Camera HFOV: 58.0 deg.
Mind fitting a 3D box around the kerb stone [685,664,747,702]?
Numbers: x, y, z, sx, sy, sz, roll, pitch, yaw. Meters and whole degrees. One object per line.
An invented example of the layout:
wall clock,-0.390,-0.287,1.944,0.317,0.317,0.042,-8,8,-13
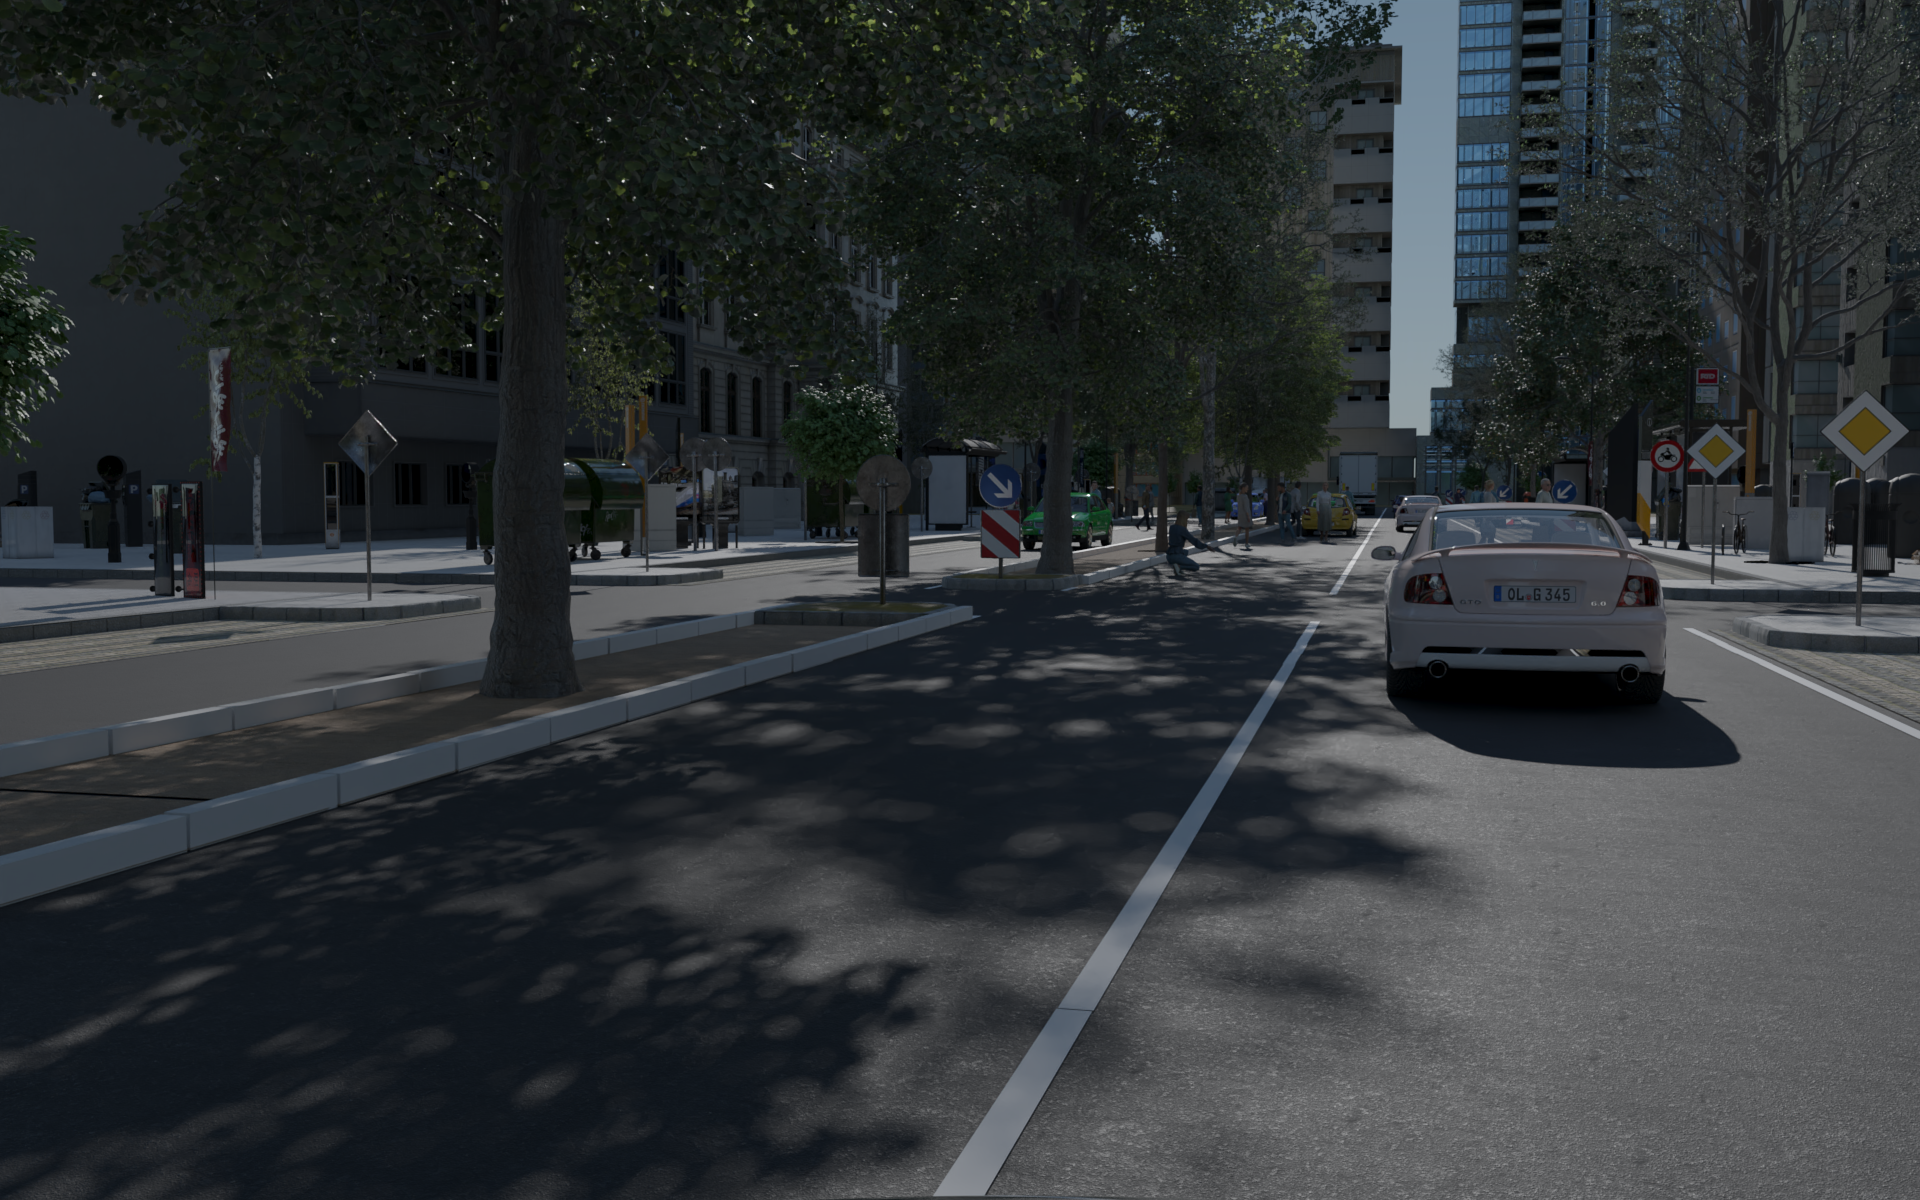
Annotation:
kerb stone,-1.783,0.598,12.418,0.120,0.150,1.000,1,4,14

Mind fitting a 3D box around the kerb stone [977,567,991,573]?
kerb stone,0.309,-0.439,29.372,0.120,0.150,1.000,1,4,14

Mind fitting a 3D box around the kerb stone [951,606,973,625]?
kerb stone,-0.036,0.173,19.373,0.120,0.150,1.000,1,4,14

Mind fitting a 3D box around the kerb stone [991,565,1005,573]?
kerb stone,0.568,-0.498,30.375,0.120,0.150,1.000,1,4,14

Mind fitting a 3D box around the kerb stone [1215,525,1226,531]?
kerb stone,10.553,-2.931,70.145,0.120,0.150,1.000,1,4,14

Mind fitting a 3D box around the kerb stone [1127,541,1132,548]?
kerb stone,4.310,-1.413,45.301,0.120,0.150,1.000,1,4,14

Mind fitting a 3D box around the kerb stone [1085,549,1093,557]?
kerb stone,2.817,-1.048,39.327,0.120,0.150,1.000,1,4,14

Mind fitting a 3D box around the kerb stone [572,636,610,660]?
kerb stone,-3.316,0.443,14.948,0.120,0.150,1.000,1,4,14

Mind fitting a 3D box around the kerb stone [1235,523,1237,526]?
kerb stone,11.804,-3.235,75.106,0.120,0.150,1.000,1,4,14

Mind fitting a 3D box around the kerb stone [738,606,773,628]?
kerb stone,-2.306,0.202,18.926,0.120,0.150,1.000,1,4,14

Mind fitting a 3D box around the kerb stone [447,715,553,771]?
kerb stone,-2.526,0.781,9.439,0.120,0.150,1.000,1,4,14

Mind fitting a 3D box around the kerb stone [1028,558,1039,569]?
kerb stone,1.321,-0.681,33.357,0.120,0.150,1.000,1,4,14

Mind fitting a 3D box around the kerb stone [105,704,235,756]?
kerb stone,-4.562,0.750,9.955,0.120,0.150,1.000,1,4,14

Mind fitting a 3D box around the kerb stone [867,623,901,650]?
kerb stone,-0.783,0.355,16.392,0.120,0.150,1.000,1,4,14

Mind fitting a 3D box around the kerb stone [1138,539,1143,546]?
kerb stone,4.807,-1.535,47.294,0.120,0.150,1.000,1,4,14

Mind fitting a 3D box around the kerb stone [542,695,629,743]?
kerb stone,-2.281,0.720,10.431,0.120,0.150,1.000,1,4,14

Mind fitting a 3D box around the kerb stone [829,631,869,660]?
kerb stone,-1.034,0.417,15.401,0.120,0.150,1.000,1,4,14

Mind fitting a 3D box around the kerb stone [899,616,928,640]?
kerb stone,-0.533,0.297,17.383,0.120,0.150,1.000,1,4,14

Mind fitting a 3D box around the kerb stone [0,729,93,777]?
kerb stone,-4.818,0.809,8.961,0.120,0.150,1.000,1,4,14

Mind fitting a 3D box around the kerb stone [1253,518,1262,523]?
kerb stone,15.305,-4.088,89.033,0.120,0.150,1.000,1,4,14

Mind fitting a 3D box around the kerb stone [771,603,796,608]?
kerb stone,-2.063,0.139,19.928,0.120,0.150,1.000,1,4,14

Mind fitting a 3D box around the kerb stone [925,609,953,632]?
kerb stone,-0.284,0.234,18.377,0.120,0.150,1.000,1,4,14

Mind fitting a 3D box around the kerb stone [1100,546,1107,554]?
kerb stone,3.314,-1.170,41.321,0.120,0.150,1.000,1,4,14

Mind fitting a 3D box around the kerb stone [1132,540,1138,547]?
kerb stone,4.562,-1.474,46.295,0.120,0.150,1.000,1,4,14

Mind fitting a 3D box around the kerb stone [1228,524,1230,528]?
kerb stone,11.050,-3.054,72.128,0.120,0.150,1.000,1,4,14

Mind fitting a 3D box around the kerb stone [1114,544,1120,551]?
kerb stone,3.813,-1.291,43.308,0.120,0.150,1.000,1,4,14

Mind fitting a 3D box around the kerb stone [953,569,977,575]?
kerb stone,0.060,-0.378,28.379,0.120,0.150,1.000,1,4,14

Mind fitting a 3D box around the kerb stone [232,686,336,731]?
kerb stone,-4.313,0.688,10.950,0.120,0.150,1.000,1,4,14

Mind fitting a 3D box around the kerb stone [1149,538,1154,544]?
kerb stone,5.309,-1.656,49.276,0.120,0.150,1.000,1,4,14

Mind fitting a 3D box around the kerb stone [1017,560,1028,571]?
kerb stone,1.070,-0.617,32.367,0.120,0.150,1.000,1,4,14

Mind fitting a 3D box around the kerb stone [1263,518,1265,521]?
kerb stone,15.801,-4.210,91.030,0.120,0.150,1.000,1,4,14

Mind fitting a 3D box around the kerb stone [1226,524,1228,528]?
kerb stone,10.812,-2.992,71.134,0.120,0.150,1.000,1,4,14

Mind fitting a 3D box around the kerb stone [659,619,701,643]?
kerb stone,-2.811,0.321,16.944,0.120,0.150,1.000,1,4,14

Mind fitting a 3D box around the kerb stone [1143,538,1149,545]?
kerb stone,5.065,-1.596,48.283,0.120,0.150,1.000,1,4,14

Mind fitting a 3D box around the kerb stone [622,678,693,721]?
kerb stone,-2.028,0.662,11.422,0.120,0.150,1.000,1,4,14

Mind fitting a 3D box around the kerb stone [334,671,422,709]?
kerb stone,-4.060,0.632,11.956,0.120,0.150,1.000,1,4,14

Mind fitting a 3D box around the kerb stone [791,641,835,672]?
kerb stone,-1.272,0.477,14.404,0.120,0.150,1.000,1,4,14

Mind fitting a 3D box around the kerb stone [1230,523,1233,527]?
kerb stone,11.308,-3.115,73.122,0.120,0.150,1.000,1,4,14

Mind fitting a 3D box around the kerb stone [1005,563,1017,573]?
kerb stone,0.815,-0.556,31.368,0.120,0.150,1.000,1,4,14

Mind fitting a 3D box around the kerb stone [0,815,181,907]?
kerb stone,-3.276,0.967,6.463,0.120,0.150,1.000,1,4,14

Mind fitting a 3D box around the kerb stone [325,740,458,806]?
kerb stone,-2.780,0.841,8.448,0.120,0.150,1.000,1,4,14

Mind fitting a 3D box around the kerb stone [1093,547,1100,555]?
kerb stone,3.063,-1.109,40.323,0.120,0.150,1.000,1,4,14

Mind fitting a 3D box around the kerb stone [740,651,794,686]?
kerb stone,-1.531,0.537,13.415,0.120,0.150,1.000,1,4,14

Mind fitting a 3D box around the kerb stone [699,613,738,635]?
kerb stone,-2.566,0.262,17.938,0.120,0.150,1.000,1,4,14

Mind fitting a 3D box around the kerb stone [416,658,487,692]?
kerb stone,-3.812,0.567,12.952,0.120,0.150,1.000,1,4,14

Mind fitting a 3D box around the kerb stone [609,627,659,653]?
kerb stone,-3.058,0.382,15.946,0.120,0.150,1.000,1,4,14

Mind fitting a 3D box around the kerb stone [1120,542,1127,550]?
kerb stone,4.070,-1.352,44.307,0.120,0.150,1.000,1,4,14

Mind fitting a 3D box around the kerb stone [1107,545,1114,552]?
kerb stone,3.557,-1.221,42.314,0.120,0.150,1.000,1,4,14

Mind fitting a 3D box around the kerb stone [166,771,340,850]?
kerb stone,-3.030,0.901,7.457,0.120,0.150,1.000,1,4,14

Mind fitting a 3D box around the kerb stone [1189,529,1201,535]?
kerb stone,8.311,-2.386,61.205,0.120,0.150,1.000,1,4,14

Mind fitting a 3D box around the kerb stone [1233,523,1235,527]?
kerb stone,11.552,-3.176,74.115,0.120,0.150,1.000,1,4,14

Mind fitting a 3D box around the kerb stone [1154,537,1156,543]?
kerb stone,5.565,-1.716,50.266,0.120,0.150,1.000,1,4,14

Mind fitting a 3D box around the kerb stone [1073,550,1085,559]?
kerb stone,2.561,-0.987,38.332,0.120,0.150,1.000,1,4,14
